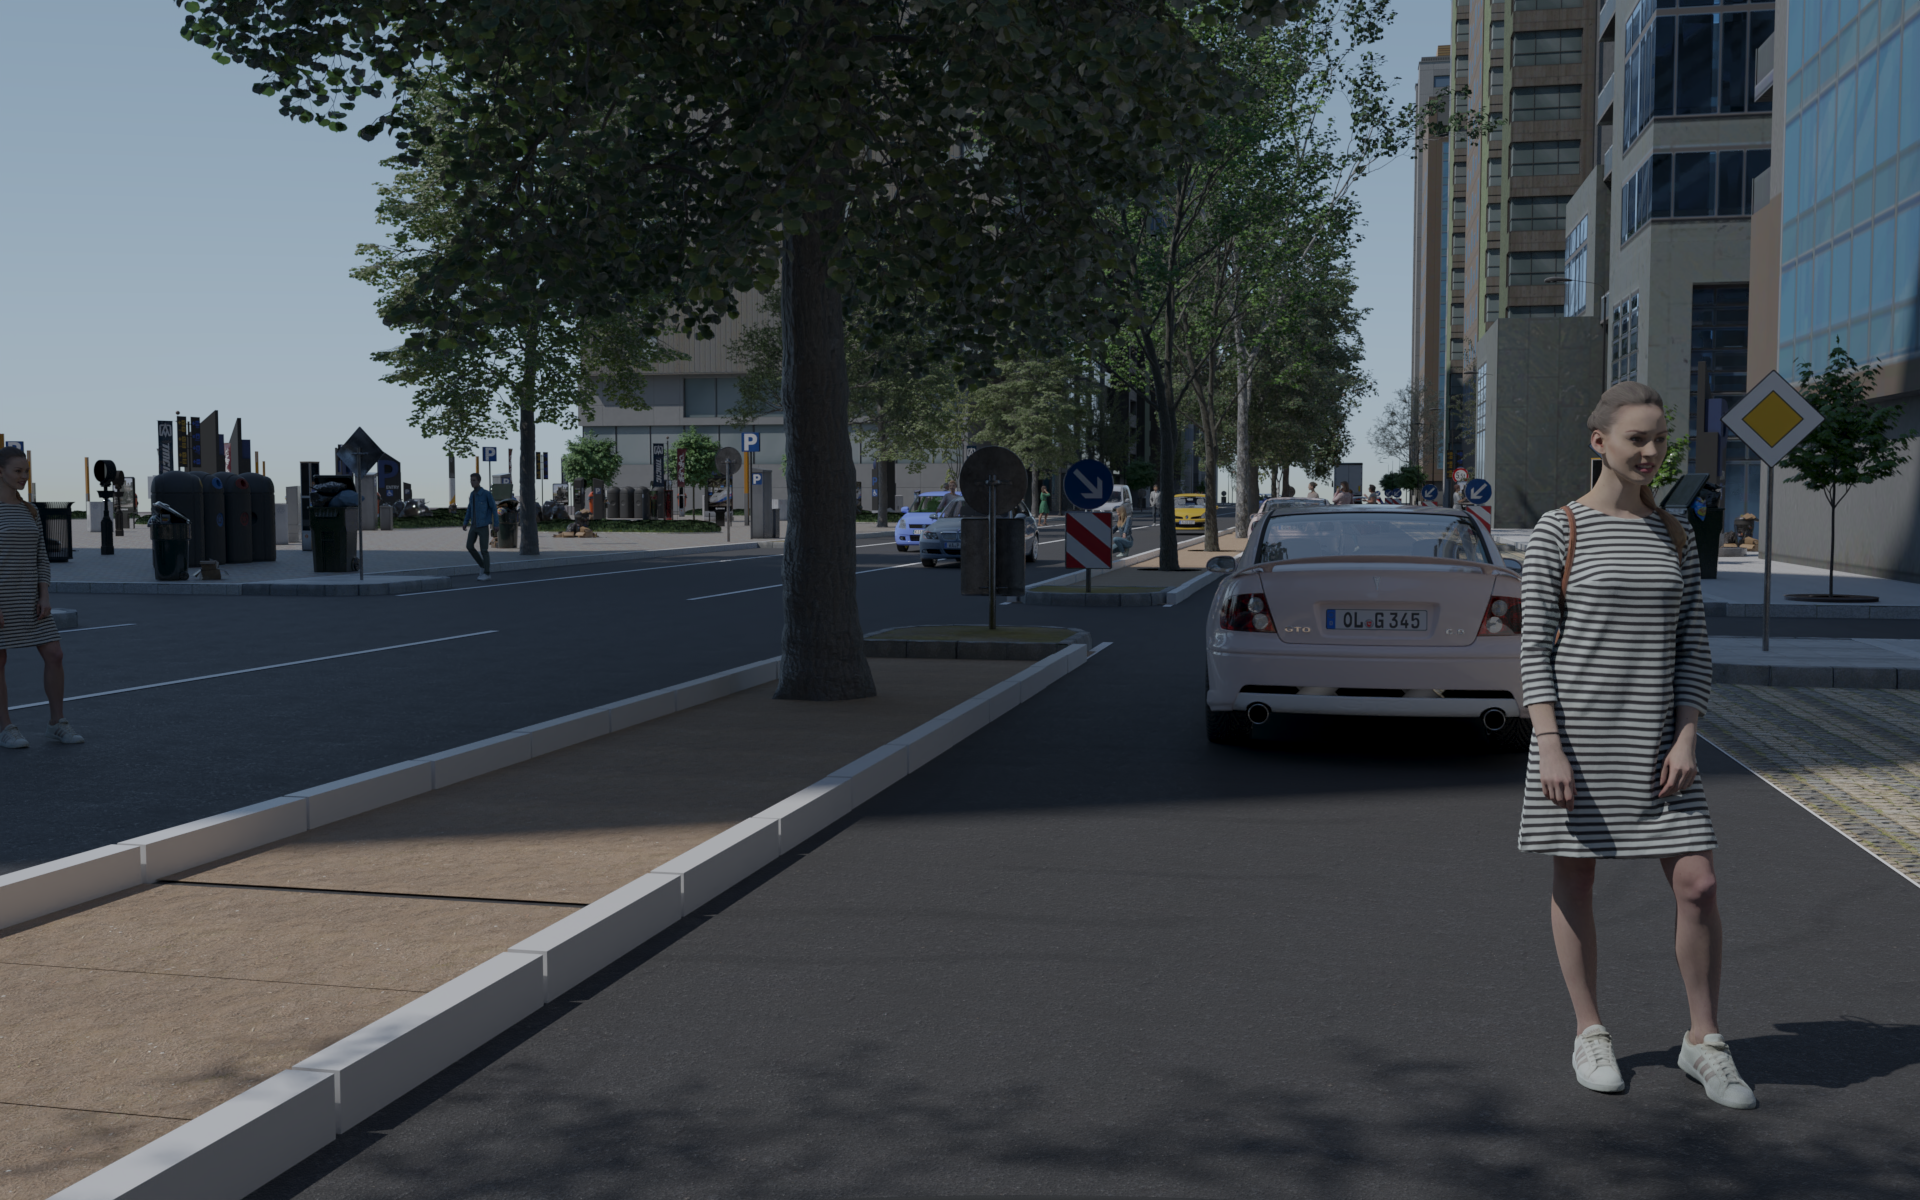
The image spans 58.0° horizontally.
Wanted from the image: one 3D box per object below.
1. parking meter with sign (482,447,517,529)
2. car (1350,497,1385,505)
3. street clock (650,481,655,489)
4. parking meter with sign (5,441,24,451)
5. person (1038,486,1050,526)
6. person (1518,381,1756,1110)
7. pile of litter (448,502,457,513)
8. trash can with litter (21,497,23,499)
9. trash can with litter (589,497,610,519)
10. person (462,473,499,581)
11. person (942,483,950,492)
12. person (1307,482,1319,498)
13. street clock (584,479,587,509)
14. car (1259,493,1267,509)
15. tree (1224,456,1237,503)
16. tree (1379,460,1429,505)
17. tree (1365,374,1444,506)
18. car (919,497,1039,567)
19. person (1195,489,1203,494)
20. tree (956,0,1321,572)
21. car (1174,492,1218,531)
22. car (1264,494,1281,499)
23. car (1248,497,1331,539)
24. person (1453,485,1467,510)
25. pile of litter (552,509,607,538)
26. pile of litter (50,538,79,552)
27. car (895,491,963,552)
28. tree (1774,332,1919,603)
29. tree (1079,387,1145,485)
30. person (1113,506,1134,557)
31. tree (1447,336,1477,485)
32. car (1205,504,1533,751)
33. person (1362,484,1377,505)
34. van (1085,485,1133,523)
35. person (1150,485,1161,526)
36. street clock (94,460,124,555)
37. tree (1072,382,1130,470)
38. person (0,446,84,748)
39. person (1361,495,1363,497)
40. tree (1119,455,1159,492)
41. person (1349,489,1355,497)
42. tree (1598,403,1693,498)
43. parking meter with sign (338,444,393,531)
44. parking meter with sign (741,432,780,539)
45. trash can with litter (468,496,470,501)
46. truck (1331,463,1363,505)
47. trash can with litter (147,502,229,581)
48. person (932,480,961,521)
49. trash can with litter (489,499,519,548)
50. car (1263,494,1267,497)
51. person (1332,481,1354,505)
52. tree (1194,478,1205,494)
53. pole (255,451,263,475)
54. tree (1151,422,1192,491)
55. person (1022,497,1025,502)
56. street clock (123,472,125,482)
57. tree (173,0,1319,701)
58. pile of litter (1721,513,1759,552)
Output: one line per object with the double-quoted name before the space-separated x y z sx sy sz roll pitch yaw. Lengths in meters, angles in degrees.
"parking meter with sign" -16.727 -4.091 63.151 0.543 3.016 1.738 -3 5 -43
"car" 15.452 -3.275 66.134 1.945 1.354 3.894 1 4 11
"street clock" -16.684 -5.485 94.242 0.358 2.002 0.471 -2 4 -25
"parking meter with sign" -30.942 -3.662 56.129 0.543 3.016 1.738 0 4 -7
"person" 3.758 -4.236 78.004 0.529 1.795 0.600 -1 4 -12
"person" 1.603 0.323 4.215 0.512 1.701 0.522 0 4 -5
"pile of litter" -26.002 -4.527 87.976 1.176 0.858 1.719 -1 4 -12
"trash can with litter" -60.420 -6.103 111.172 0.624 1.170 1.055 -1 4 -16
"trash can with litter" -17.412 -4.396 83.266 1.055 1.170 0.624 -3 5 -45
"person" -7.958 -1.221 28.804 0.601 1.785 0.444 2 4 35
"person" -0.372 -2.940 56.745 0.590 1.801 0.661 0 4 -6
"person" 9.850 -2.445 48.813 0.374 1.781 0.599 -2 4 -31
"street clock" -17.406 -4.598 79.745 0.358 2.002 0.471 2 4 33
"car" 20.482 -6.803 120.816 1.945 1.707 3.694 1 4 14
"tree" 39.948 -18.468 252.320 4.360 8.622 3.978 0 3 0
"tree" 42.401 -10.963 162.958 4.285 4.588 4.351 0 3 0
"tree" 46.313 -16.302 176.913 12.009 13.543 11.850 0 3 0
"car" 0.468 -1.430 35.389 2.014 1.417 4.499 1 4 13
"person" 15.003 -6.091 108.894 0.742 1.727 0.445 3 4 36
"tree" 3.793 -6.342 31.903 9.928 11.665 9.643 0 3 0
"car" 8.202 -3.147 61.677 2.015 1.641 3.980 1 4 11
"car" 25.043 -7.733 138.440 2.014 1.417 4.499 1 4 12
"car" 7.064 -1.457 36.188 2.083 1.381 4.827 1 4 14
"person" 16.916 -3.030 58.616 0.524 1.755 0.480 0 4 2
"pile of litter" -11.240 -2.268 51.046 1.719 0.858 1.176 3 4 37
"pile of litter" -20.441 -1.488 38.294 1.719 0.858 1.176 -1 4 -22
"car" -0.452 -2.106 44.016 1.945 1.707 3.694 1 4 14
"tree" 10.377 -1.601 20.782 1.663 3.219 1.824 0 3 0
"tree" 10.396 -10.367 119.860 4.737 8.622 4.395 0 3 0
"person" 3.660 -1.566 39.610 0.738 1.151 1.012 -1 4 -19
"tree" 23.476 -7.724 76.655 4.360 8.622 3.978 0 3 0
"car" 2.600 0.073 11.162 2.083 1.381 4.827 1 4 12
"person" 14.573 -3.232 61.697 0.532 1.782 0.716 1 4 11
"van" 6.592 -4.248 76.466 2.013 2.044 4.112 1 4 13
"person" 8.805 -4.222 77.379 0.661 1.843 0.795 2 4 25
"street clock" -18.010 -1.955 36.533 0.471 2.002 0.358 2 4 31
"tree" 9.127 -10.078 115.136 4.360 8.622 3.978 0 3 0
"person" -5.372 -0.020 9.828 0.522 1.701 0.512 1 4 23
"person" 56.991 -14.517 246.648 0.742 1.727 0.445 -1 4 -19
"tree" 15.064 -9.896 145.519 4.285 4.588 4.351 0 3 0
"person" 24.555 -6.122 109.320 0.721 1.743 1.217 -2 4 -32
"tree" 12.655 -2.291 32.059 1.663 3.219 1.824 0 3 0
"parking meter with sign" -20.828 -3.944 60.740 1.738 3.016 0.543 0 4 -3
"parking meter with sign" -5.694 -3.278 49.862 0.543 3.016 1.738 1 4 16
"trash can with litter" -24.068 -4.497 84.582 1.678 1.210 2.233 0 4 1
"truck" 35.692 -10.435 159.531 2.839 4.237 11.283 1 4 12
"trash can with litter" -11.544 -0.887 25.892 1.055 1.170 0.624 -2 4 -31
"person" -0.342 -1.824 38.997 0.731 1.740 0.598 -3 5 -39
"trash can with litter" -10.877 -1.815 41.062 0.624 1.170 1.055 -3 5 -39
"car" 38.655 -12.980 221.813 1.945 1.707 3.694 1 4 12
"person" 9.515 -2.047 42.552 0.593 1.750 0.643 -2 4 -28
"tree" 28.670 -12.850 204.691 1.663 3.219 1.824 0 3 0
"pole" -33.448 -5.420 82.459 0.158 3.312 0.155 0 3 0
"tree" 20.246 -13.106 164.650 4.360 8.622 3.978 0 3 0
"person" 2.727 -4.252 78.566 0.519 1.759 0.362 -1 4 -14
"street clock" -25.586 -2.942 52.674 0.358 2.002 0.471 0 4 -5
"tree" -0.958 -6.274 11.688 9.857 13.997 8.962 0 3 0
"pile of litter" 17.557 -1.526 38.913 1.176 0.858 1.719 -2 4 -29
